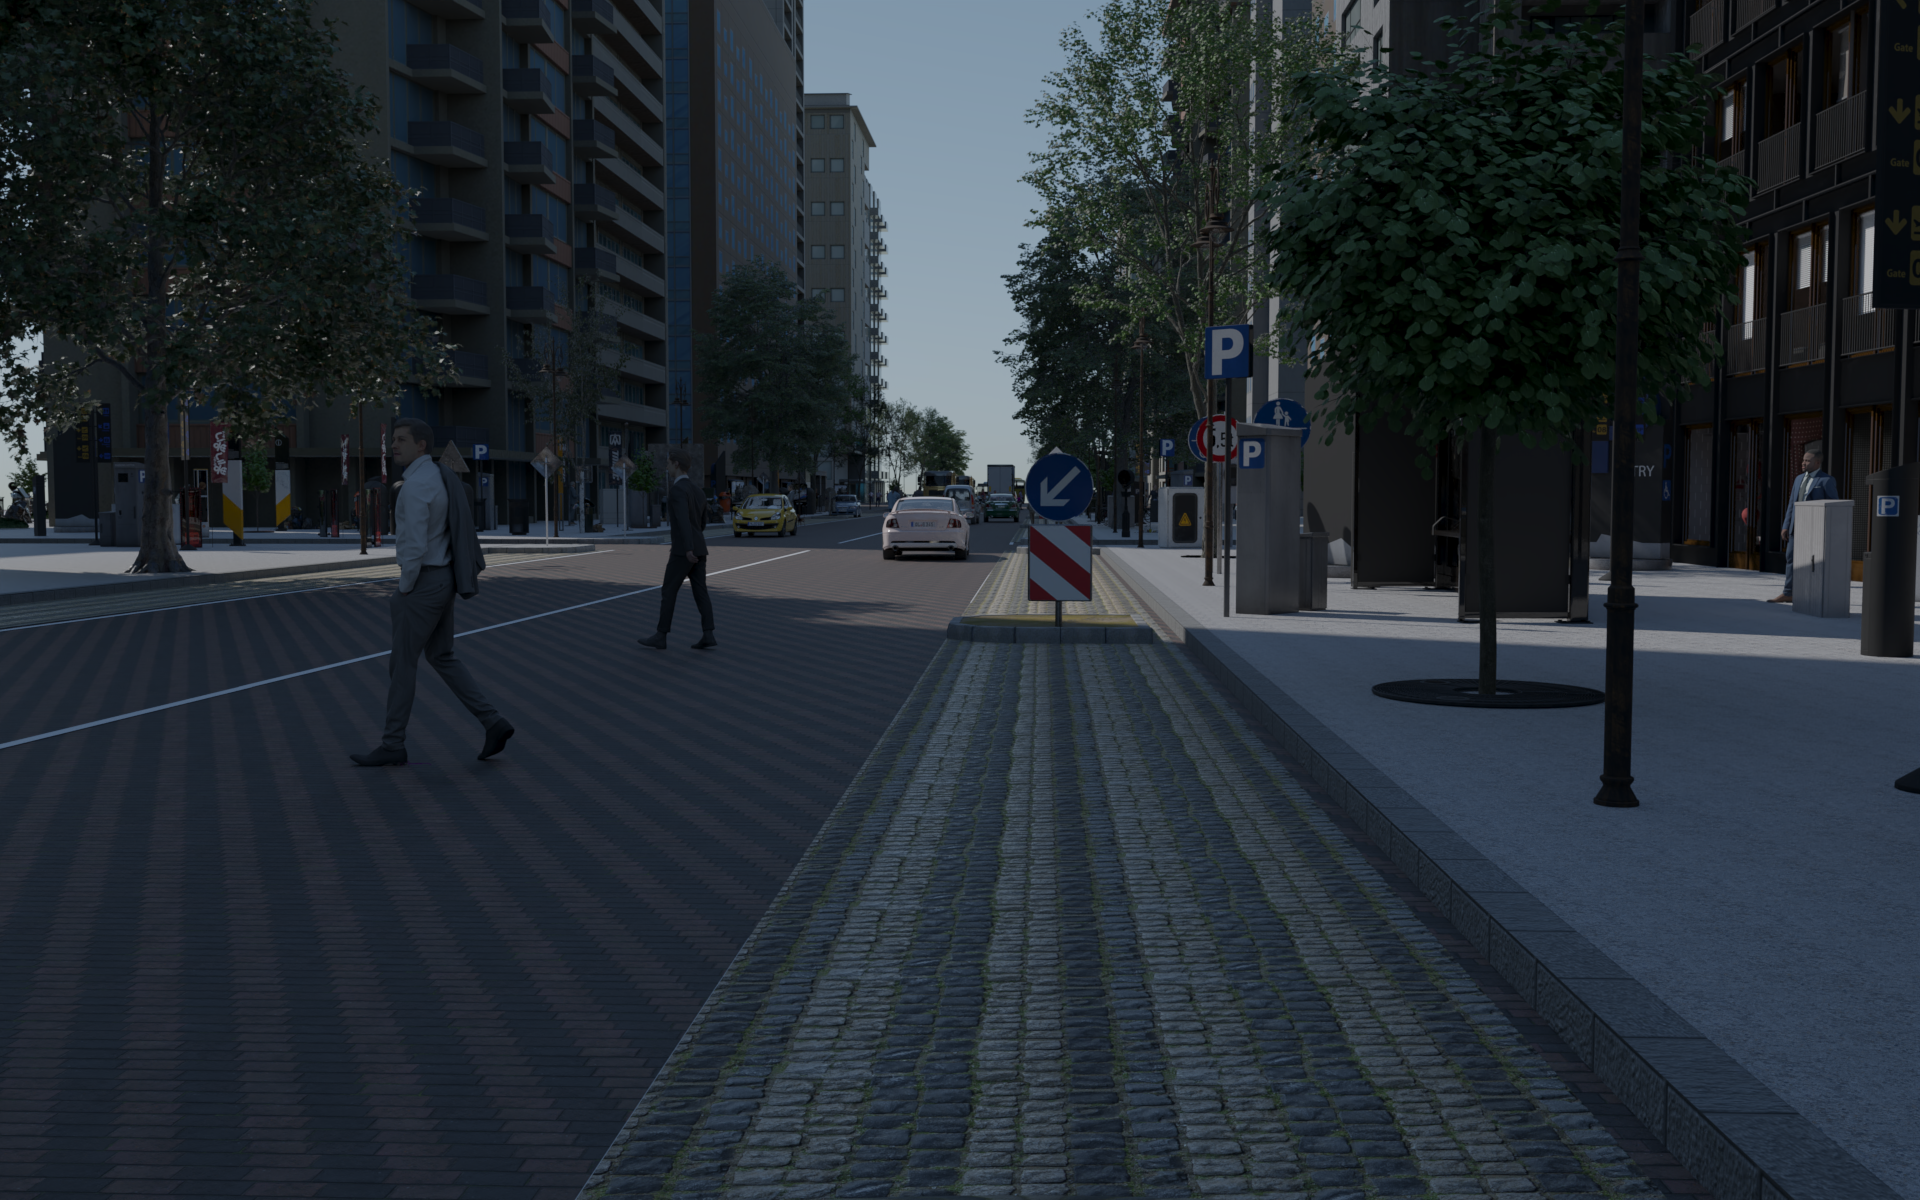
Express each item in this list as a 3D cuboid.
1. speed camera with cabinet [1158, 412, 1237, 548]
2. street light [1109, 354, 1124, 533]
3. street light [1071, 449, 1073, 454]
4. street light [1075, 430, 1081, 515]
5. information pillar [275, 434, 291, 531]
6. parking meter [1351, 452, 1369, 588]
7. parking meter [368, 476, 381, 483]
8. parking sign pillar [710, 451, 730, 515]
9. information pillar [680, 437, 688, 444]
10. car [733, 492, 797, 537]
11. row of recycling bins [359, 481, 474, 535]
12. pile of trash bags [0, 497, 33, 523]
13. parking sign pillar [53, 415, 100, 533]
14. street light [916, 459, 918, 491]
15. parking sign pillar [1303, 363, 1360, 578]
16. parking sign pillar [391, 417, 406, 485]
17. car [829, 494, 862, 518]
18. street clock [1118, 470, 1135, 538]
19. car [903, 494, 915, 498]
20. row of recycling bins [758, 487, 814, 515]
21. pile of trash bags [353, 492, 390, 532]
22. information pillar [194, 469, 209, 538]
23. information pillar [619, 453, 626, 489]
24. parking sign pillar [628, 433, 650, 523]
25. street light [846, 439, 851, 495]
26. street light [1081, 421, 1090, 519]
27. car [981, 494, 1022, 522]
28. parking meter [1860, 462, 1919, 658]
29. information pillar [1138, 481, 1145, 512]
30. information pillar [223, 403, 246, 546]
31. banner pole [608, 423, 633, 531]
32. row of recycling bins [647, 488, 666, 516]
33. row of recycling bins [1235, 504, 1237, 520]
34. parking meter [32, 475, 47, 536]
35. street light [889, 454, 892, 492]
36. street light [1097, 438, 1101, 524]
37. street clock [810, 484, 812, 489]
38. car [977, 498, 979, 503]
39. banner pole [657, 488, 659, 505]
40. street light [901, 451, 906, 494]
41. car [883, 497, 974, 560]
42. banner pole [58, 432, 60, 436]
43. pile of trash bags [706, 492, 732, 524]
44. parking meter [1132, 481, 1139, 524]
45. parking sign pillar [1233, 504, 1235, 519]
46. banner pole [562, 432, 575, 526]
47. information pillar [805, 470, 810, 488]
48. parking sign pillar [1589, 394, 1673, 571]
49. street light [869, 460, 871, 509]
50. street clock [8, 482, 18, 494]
[{"bbox_3d":[5.771,-2.867,41.219,2.038,3.252,0.660,-1,4,-16],"label":"speed camera with cabinet"},{"bbox_3d":[5.133,-5.158,57.128,0.468,5.910,1.993,0,4,3],"label":"street light"},{"bbox_3d":[8.281,-9.257,124.145,0.468,5.910,1.993,0,4,3],"label":"street light"},{"bbox_3d":[7.513,-8.237,107.469,0.468,5.910,1.993,0,4,3],"label":"street light"},{"bbox_3d":[-23.458,-4.195,59.951,0.504,3.616,0.183,0,4,-2],"label":"information pillar"},{"bbox_3d":[5.611,-1.110,23.858,0.255,1.863,0.399,-2,4,-33],"label":"parking meter"},{"bbox_3d":[-19.102,-3.109,56.551,0.255,1.863,0.399,2,4,26],"label":"parking meter"},{"bbox_3d":[-14.959,-7.254,107.070,1.447,3.967,1.447,1,4,18],"label":"parking sign pillar"},{"bbox_3d":[-11.257,-4.839,70.479,0.504,3.616,0.183,1,4,11],"label":"information pillar"},{"bbox_3d":[-6.576,-2.956,58.550,2.015,1.641,3.980,0,4,3],"label":"car"},{"bbox_3d":[-17.166,-2.919,54.837,3.534,1.692,1.069,-2,4,-34],"label":"row of recycling bins"},{"bbox_3d":[-42.391,-4.030,75.640,3.447,1.369,1.912,0,4,-1],"label":"pile of trash bags"},{"bbox_3d":[-29.591,-4.251,57.975,1.447,3.967,1.447,0,4,2],"label":"parking sign pillar"},{"bbox_3d":[-4.938,-13.606,195.251,0.468,5.910,1.993,0,4,3],"label":"street light"},{"bbox_3d":[5.935,-2.355,26.977,1.447,3.967,1.447,-2,4,-28],"label":"parking sign pillar"},{"bbox_3d":[-19.499,-4.446,61.159,1.447,3.967,1.447,1,4,16],"label":"parking sign pillar"},{"bbox_3d":[-7.016,-5.751,106.034,2.014,1.417,4.499,0,4,1],"label":"car"},{"bbox_3d":[4.909,-2.852,51.199,0.471,2.002,0.358,3,4,38],"label":"street clock"},{"bbox_3d":[-4.520,-9.059,157.901,2.009,1.686,4.222,0,4,3],"label":"car"},{"bbox_3d":[-10.702,-6.213,108.688,3.534,1.692,1.069,2,4,27],"label":"row of recycling bins"},{"bbox_3d":[-19.299,-3.023,59.173,3.447,1.369,1.912,1,4,22],"label":"pile of trash bags"},{"bbox_3d":[-22.262,-2.835,50.839,0.304,2.012,0.304,-3,5,-42],"label":"information pillar"},{"bbox_3d":[-18.235,-6.279,94.018,0.504,3.616,0.183,-2,4,-24],"label":"information pillar"},{"bbox_3d":[-14.411,-5.387,76.557,1.447,3.967,1.447,-1,4,-17],"label":"parking sign pillar"},{"bbox_3d":[-8.244,-9.473,127.677,0.468,5.910,1.993,0,4,3],"label":"street light"},{"bbox_3d":[6.771,-7.218,90.795,0.468,5.910,1.993,0,4,3],"label":"street light"},{"bbox_3d":[2.131,-4.746,89.398,2.131,1.459,4.920,0,4,1],"label":"car"},{"bbox_3d":[7.363,-0.324,13.714,0.372,1.533,0.369,0,3,0],"label":"parking meter"},{"bbox_3d":[10.167,-5.651,96.877,0.304,2.012,0.304,-1,4,-14],"label":"information pillar"},{"bbox_3d":[-17.889,-3.134,42.596,0.504,3.616,0.183,0,4,7],"label":"information pillar"},{"bbox_3d":[-11.904,-4.323,60.697,0.863,3.779,0.401,-1,4,-12],"label":"banner pole"},{"bbox_3d":[-18.063,-5.757,101.235,1.069,1.692,3.534,-2,4,-29],"label":"row of recycling bins"},{"bbox_3d":[14.102,-4.733,84.501,1.069,1.692,3.534,0,4,-2],"label":"row of recycling bins"},{"bbox_3d":[-28.064,-2.880,52.793,0.399,1.863,0.255,3,5,44],"label":"parking meter"},{"bbox_3d":[-6.580,-11.532,161.341,0.468,5.910,1.993,0,4,3],"label":"street light"},{"bbox_3d":[5.929,-6.178,73.800,0.468,5.910,1.993,0,4,3],"label":"street light"},{"bbox_3d":[-10.605,-7.259,123.260,0.358,2.002,0.471,1,4,11],"label":"street clock"},{"bbox_3d":[0.886,-9.598,168.927,2.014,1.417,4.499,0,4,3],"label":"car"},{"bbox_3d":[-15.051,-5.885,86.237,0.401,3.779,0.863,-1,4,-9],"label":"banner pole"},{"bbox_3d":[-5.748,-12.554,178.041,0.468,5.910,1.993,0,4,3],"label":"street light"},{"bbox_3d":[-0.734,-1.640,39.174,2.083,1.381,4.827,0,4,1],"label":"car"},{"bbox_3d":[-30.568,-4.256,59.605,0.863,3.779,0.401,-1,4,-19],"label":"banner pole"},{"bbox_3d":[-11.058,-4.033,75.685,1.912,1.369,3.447,2,4,25],"label":"pile of trash bags"},{"bbox_3d":[7.665,-4.248,75.158,0.399,1.863,0.255,-1,4,-17],"label":"parking meter"},{"bbox_3d":[14.720,-6.193,89.732,1.447,3.967,1.447,2,4,26],"label":"parking sign pillar"},{"bbox_3d":[-15.720,-4.834,69.052,0.401,3.779,0.863,1,4,19],"label":"banner pole"},{"bbox_3d":[-10.544,-7.860,119.869,0.183,3.616,0.504,3,4,38],"label":"information pillar"},{"bbox_3d":[11.405,-2.510,29.505,1.447,3.967,1.447,3,5,43],"label":"parking sign pillar"},{"bbox_3d":[-7.504,-10.501,144.471,0.468,5.910,1.993,0,4,3],"label":"street light"},{"bbox_3d":[-55.200,-5.897,100.989,0.471,2.002,0.358,-3,5,-43],"label":"street clock"}]
